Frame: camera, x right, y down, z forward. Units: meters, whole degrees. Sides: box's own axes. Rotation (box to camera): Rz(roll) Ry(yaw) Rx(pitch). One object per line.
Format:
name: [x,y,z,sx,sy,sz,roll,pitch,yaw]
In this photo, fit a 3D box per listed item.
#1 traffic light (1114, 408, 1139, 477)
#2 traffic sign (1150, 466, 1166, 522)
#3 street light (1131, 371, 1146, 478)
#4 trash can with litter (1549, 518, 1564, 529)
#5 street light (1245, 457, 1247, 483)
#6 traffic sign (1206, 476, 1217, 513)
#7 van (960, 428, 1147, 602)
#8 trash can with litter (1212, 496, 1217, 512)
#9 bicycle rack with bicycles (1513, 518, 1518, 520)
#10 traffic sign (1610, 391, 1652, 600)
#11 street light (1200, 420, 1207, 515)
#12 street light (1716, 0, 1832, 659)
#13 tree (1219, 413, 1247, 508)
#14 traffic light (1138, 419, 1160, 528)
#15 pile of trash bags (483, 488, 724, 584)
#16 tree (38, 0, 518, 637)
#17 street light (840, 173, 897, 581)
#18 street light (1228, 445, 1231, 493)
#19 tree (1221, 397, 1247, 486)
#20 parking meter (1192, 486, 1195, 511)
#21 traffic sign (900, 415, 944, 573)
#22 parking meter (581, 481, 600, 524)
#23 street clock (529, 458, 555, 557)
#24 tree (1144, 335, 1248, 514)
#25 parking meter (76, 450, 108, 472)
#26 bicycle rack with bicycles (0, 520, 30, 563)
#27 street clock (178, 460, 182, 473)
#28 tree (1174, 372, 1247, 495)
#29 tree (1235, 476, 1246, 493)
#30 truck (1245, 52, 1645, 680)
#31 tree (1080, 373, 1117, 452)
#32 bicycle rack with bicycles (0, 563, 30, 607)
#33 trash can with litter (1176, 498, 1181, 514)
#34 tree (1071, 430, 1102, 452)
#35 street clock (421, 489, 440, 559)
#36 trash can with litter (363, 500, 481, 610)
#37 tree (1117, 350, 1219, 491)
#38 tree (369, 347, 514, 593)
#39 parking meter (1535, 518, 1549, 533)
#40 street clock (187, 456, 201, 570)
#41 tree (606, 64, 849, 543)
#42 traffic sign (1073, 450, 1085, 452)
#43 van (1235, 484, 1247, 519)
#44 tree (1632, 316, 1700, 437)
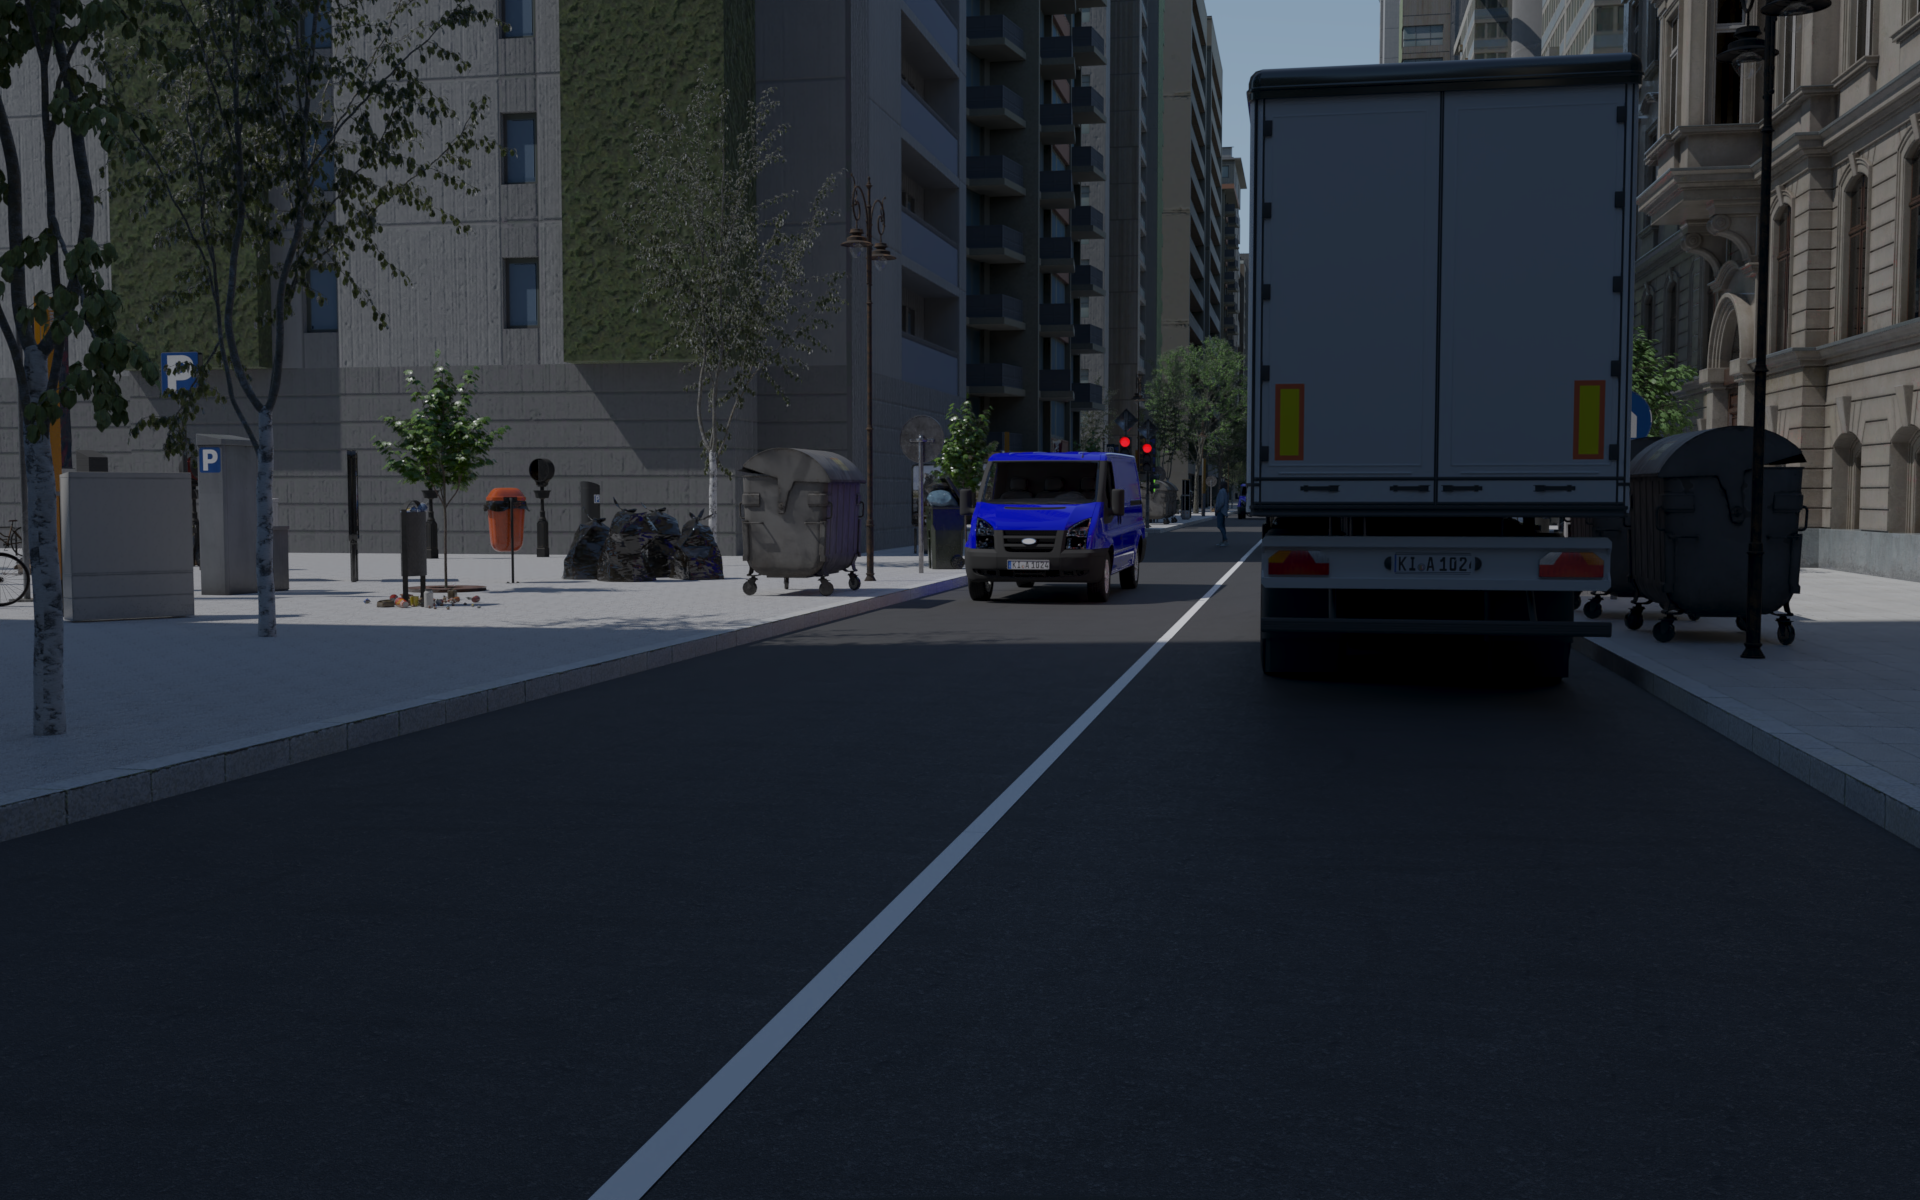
traffic light: [5.458,-4.156,56.864,0.839,4.253,0.868,1,4,11]
traffic sign: [9.025,-4.836,79.182,0.768,2.556,0.104,1,4,20]
street light: [6.709,-5.650,65.170,0.468,5.910,1.993,1,4,11]
trash can with litter: [22.053,-3.157,63.012,0.624,1.170,1.055,3,5,43]
street light: [30.038,-12.774,181.640,0.468,5.910,1.993,1,4,11]
traffic sign: [17.339,-7.308,119.598,0.768,2.556,0.104,1,4,16]
van: [1.441,-1.253,24.869,2.240,2.365,5.245,1,4,12]
trash can with litter: [18.040,-6.766,122.009,0.624,1.170,1.055,2,4,29]
bicycle rack with bicycles: [29.938,-5.179,98.060,2.852,0.926,2.925,1,4,15]
traffic sign: [7.960,-1.279,21.011,0.768,2.556,0.104,1,4,12]
street light: [14.922,-8.179,106.512,0.468,5.910,1.993,1,4,11]
street light: [6.205,-2.483,13.377,0.468,5.910,1.993,1,4,11]
tree: [20.173,-11.212,133.683,4.360,8.622,3.978,0,3,0]
traffic light: [7.029,-4.634,64.693,0.839,4.253,0.868,1,4,11]
pile of trash bags: [-5.358,-0.982,25.815,3.447,1.369,1.912,-2,4,-32]
tree: [-6.216,-3.989,15.590,4.360,8.622,3.978,0,3,0]
street light: [-1.324,-3.216,25.376,0.468,5.910,1.993,1,4,11]
street light: [21.742,-10.240,140.219,0.468,5.910,1.993,1,4,11]
tree: [36.212,-18.762,213.410,9.857,13.997,8.962,0,3,0]
parking meter: [17.699,-7.649,130.780,0.255,1.863,0.399,1,4,12]
traffic sign: [-0.629,-1.706,28.002,0.768,2.556,0.104,1,4,19]
parking meter: [-7.253,-1.566,34.022,0.372,1.533,0.369,0,3,0]
street clock: [-8.476,-1.870,35.147,0.471,2.002,0.358,1,4,18]
tree: [15.523,-11.414,112.369,9.928,11.665,9.643,0,3,0]
parking meter: [-11.422,-1.048,22.842,0.399,1.863,0.255,3,4,36]
bicycle rack with bicycles: [-18.747,-1.324,35.029,2.852,0.926,2.925,1,4,13]
street clock: [-14.605,-1.741,33.034,0.471,2.002,0.358,-3,5,-40]
tree: [18.982,-11.651,124.899,7.601,10.594,8.767,0,4,-2]
tree: [30.365,-11.731,186.409,1.663,3.219,1.824,0,3,0]
truck: [4.172,-1.702,16.749,2.839,4.237,11.283,1,4,11]
tree: [7.620,-9.374,103.631,4.360,8.622,3.978,0,3,0]
bicycle rack with bicycles: [-11.687,-0.303,18.337,2.925,0.926,2.852,-1,4,-19]
trash can with litter: [13.854,-6.018,109.781,1.055,1.170,0.624,-1,4,-16]
tree: [4.042,-3.523,52.200,1.663,3.219,1.824,0,3,0]
street clock: [-10.486,-1.820,34.324,0.358,2.002,0.471,2,4,35]
trash can with litter: [-6.143,-0.565,20.302,1.678,1.210,2.233,0,4,5]
tree: [10.786,-8.522,89.696,4.360,8.622,3.978,0,3,0]
tree: [-6.877,-1.736,22.984,1.663,3.219,1.824,0,3,0]
parking meter: [10.837,-1.468,32.414,0.372,1.533,0.369,0,3,0]
street clock: [-12.693,-1.504,29.160,0.358,2.002,0.471,1,4,13]
tree: [-4.207,-4.924,30.872,4.360,8.622,3.978,0,3,0]
traffic sign: [3.437,-3.055,50.055,0.768,2.556,0.104,1,4,14]
van: [17.123,-5.855,100.107,2.240,2.365,5.245,1,4,13]
tree: [10.515,-2.773,29.050,4.285,4.588,4.351,0,3,0]
